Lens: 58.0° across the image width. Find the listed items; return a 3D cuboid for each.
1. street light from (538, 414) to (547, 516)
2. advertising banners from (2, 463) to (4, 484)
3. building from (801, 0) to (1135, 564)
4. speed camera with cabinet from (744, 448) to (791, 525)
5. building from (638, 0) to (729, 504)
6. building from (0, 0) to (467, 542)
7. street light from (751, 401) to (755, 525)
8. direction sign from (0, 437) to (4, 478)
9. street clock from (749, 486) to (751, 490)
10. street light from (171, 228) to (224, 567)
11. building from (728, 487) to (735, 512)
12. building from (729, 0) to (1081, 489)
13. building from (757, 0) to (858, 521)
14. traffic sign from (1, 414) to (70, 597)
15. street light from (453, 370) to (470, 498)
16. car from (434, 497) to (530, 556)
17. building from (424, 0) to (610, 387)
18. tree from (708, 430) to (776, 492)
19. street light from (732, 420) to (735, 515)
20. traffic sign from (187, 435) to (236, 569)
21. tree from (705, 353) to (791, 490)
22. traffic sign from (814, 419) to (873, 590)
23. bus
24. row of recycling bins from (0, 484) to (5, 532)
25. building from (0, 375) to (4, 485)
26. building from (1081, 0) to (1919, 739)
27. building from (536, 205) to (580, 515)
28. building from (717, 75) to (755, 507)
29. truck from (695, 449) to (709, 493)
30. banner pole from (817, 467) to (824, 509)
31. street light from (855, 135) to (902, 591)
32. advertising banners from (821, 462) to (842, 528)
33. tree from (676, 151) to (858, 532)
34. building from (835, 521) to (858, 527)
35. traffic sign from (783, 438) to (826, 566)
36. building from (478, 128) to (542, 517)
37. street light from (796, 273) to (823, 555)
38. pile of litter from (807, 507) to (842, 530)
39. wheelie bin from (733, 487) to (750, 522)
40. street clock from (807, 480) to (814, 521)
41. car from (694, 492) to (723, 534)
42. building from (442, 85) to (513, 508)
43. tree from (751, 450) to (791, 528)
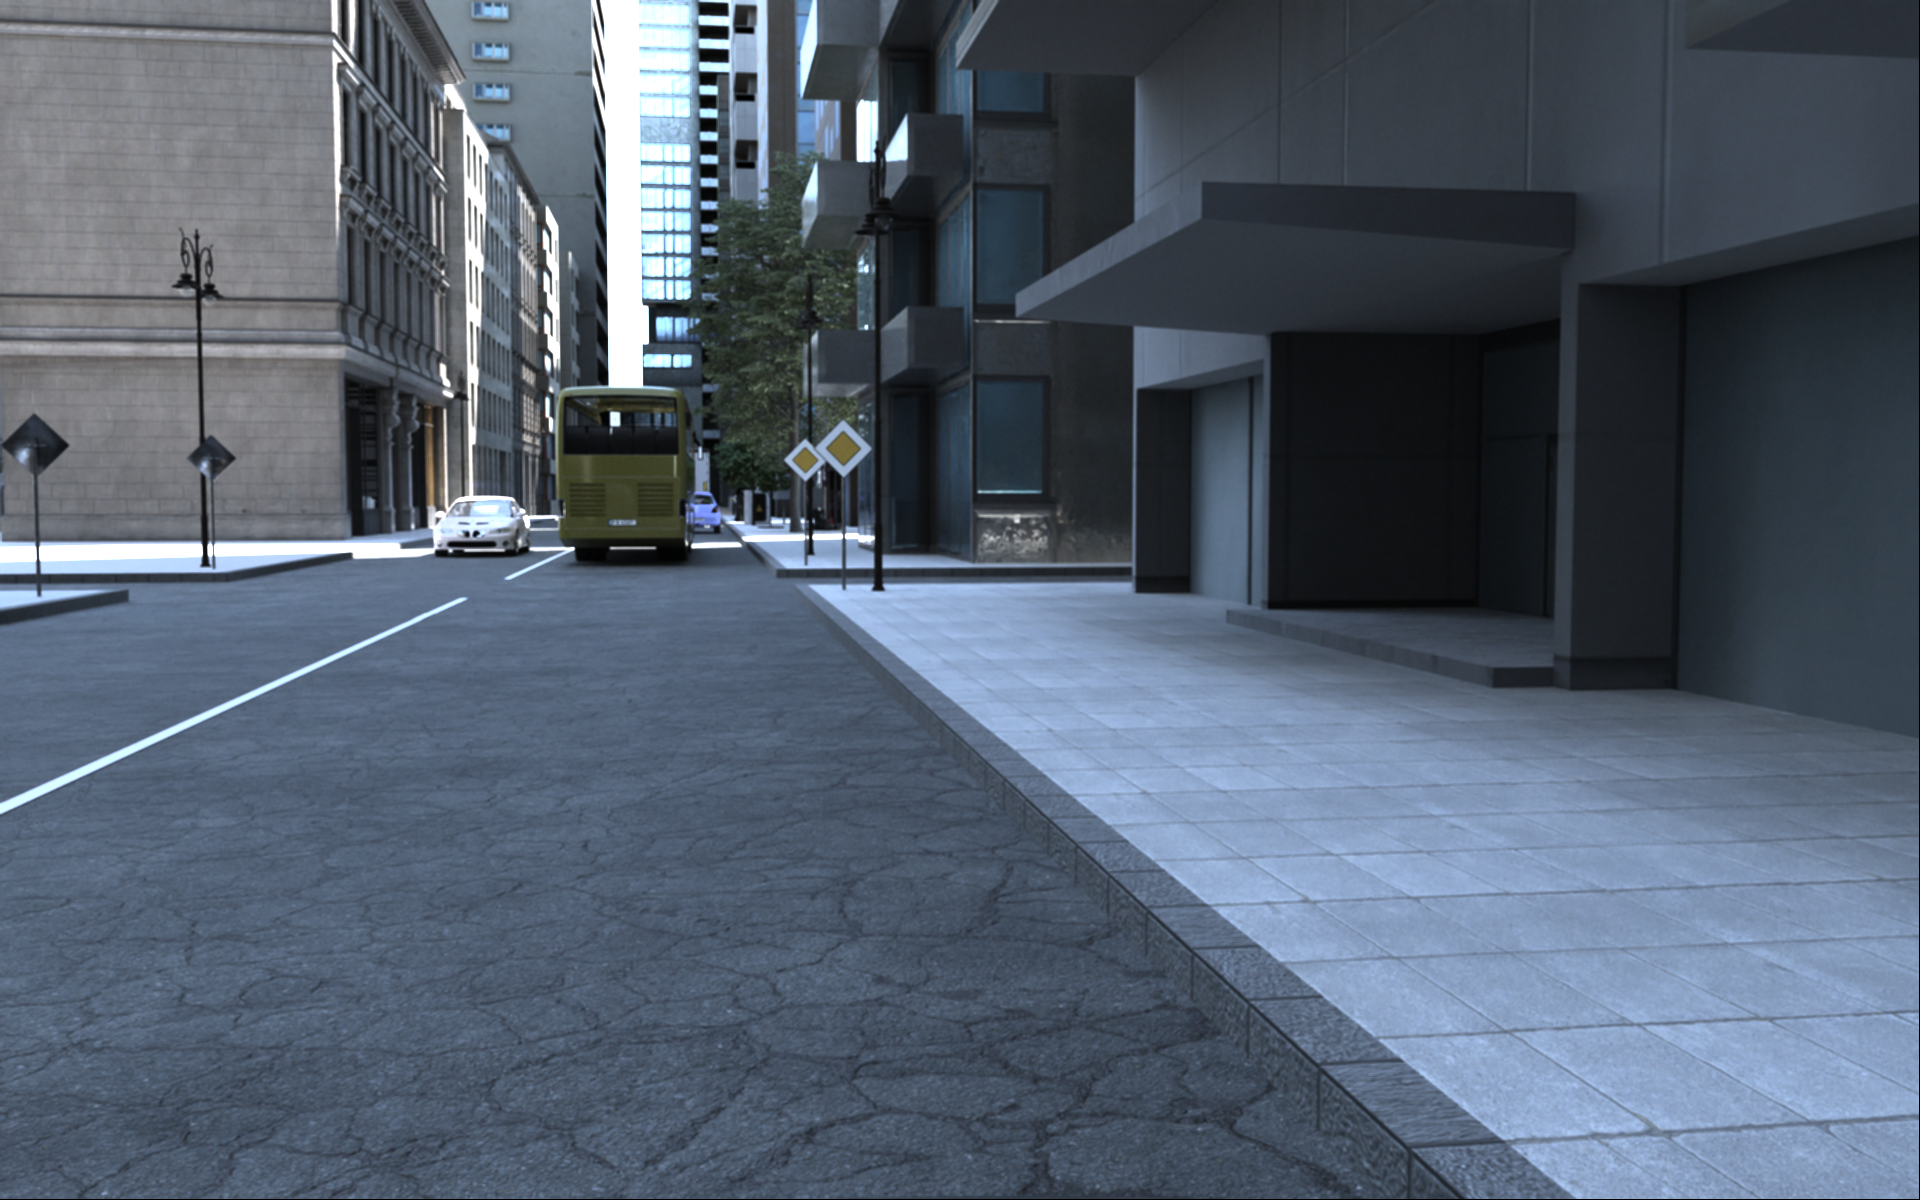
[{"bbox_3d":[-23.989,-7.760,99.667,0.468,5.910,1.993,-1,4,-9],"label":"street light"},{"bbox_3d":[-53.532,-6.151,96.759,0.090,3.025,2.074,-1,4,-23],"label":"advertising banners"},{"bbox_3d":[11.372,-25.824,41.827,30.456,49.044,23.786,-1,4,-9],"label":"building"},{"bbox_3d":[-8.149,-4.847,73.584,2.038,3.252,0.660,-2,4,-33],"label":"speed camera with cabinet"},{"bbox_3d":[-24.733,-54.160,198.190,31.000,86.520,22.319,-1,4,-9],"label":"building"},{"bbox_3d":[-21.583,-12.049,47.907,10.553,20.767,40.483,-1,4,-9],"label":"building"},{"bbox_3d":[-8.463,-5.997,70.842,0.468,5.910,1.993,-1,4,-9],"label":"street light"},{"bbox_3d":[-35.846,-4.464,64.980,0.876,3.537,0.379,-2,4,-26],"label":"direction sign"},{"bbox_3d":[-11.323,-5.378,92.508,0.358,2.002,0.471,-2,4,-28],"label":"street clock"},{"bbox_3d":[-13.311,-3.522,30.376,0.468,5.910,1.993,-1,4,-9],"label":"street light"},{"bbox_3d":[-1.015,-26.727,128.875,32.217,40.220,23.993,-1,4,-9],"label":"building"},{"bbox_3d":[-6.604,-34.526,153.746,28.713,52.752,27.495,-1,4,-9],"label":"building"},{"bbox_3d":[-4.359,-27.459,99.067,14.600,45.320,14.200,-1,4,-9],"label":"building"},{"bbox_3d":[-11.538,-1.101,21.644,0.795,2.450,0.064,-1,4,-9],"label":"traffic sign"},{"bbox_3d":[-18.531,-5.611,64.520,0.468,5.910,1.993,-1,4,-9],"label":"street light"},{"bbox_3d":[-11.367,-1.774,41.368,2.083,1.381,4.827,-1,4,-9],"label":"car"},{"bbox_3d":[-39.978,-31.625,140.777,21.300,48.544,21.600,-1,4,-9],"label":"building"},{"bbox_3d":[-10.591,-6.162,84.464,4.285,4.588,4.351,0,3,0],"label":"tree"},{"bbox_3d":[-13.744,-8.086,104.997,0.468,5.910,1.993,-1,4,-9],"label":"street light"},{"bbox_3d":[-12.749,-1.584,29.537,0.795,2.450,0.064,-1,4,-9],"label":"traffic sign"},{"bbox_3d":[-10.709,-8.498,89.312,4.360,8.622,3.978,0,3,0],"label":"tree"},{"bbox_3d":[-1.557,-1.193,23.150,0.795,2.450,0.064,-1,4,-9],"label":"traffic sign"},{"bbox_3d":[-7.474,-2.967,40.054,2.896,3.916,12.252,0,4,-8],"label":"bus"},{"bbox_3d":[-32.435,-3.197,59.385,1.069,1.692,3.534,-2,4,-33],"label":"row of recycling bins"},{"bbox_3d":[-84.994,-29.421,164.634,14.086,41.232,14.154,-1,4,-9],"label":"building"},{"bbox_3d":[15.045,-25.770,10.576,28.713,52.752,27.495,-1,4,-9],"label":"building"},{"bbox_3d":[-40.538,-16.574,116.020,27.650,21.520,28.899,-1,4,-9],"label":"building"},{"bbox_3d":[-17.118,-29.963,173.483,14.154,41.232,14.086,-1,4,-9],"label":"building"},{"bbox_3d":[-17.707,-7.543,112.248,2.839,4.237,11.283,-1,4,-11],"label":"truck"},{"bbox_3d":[-6.802,-5.795,84.762,0.401,3.779,0.863,2,4,27],"label":"banner pole"},{"bbox_3d":[-1.084,-3.060,22.818,0.468,5.910,1.993,-1,4,-9],"label":"street light"},{"bbox_3d":[-4.778,-4.190,64.692,0.090,3.025,2.074,-2,4,-27],"label":"advertising banners"},{"bbox_3d":[-5.489,-8.516,57.372,7.486,12.596,7.792,0,3,0],"label":"tree"},{"bbox_3d":[1.181,-25.917,73.851,14.600,45.320,14.200,-1,4,-9],"label":"building"},{"bbox_3d":[-2.768,-1.676,31.043,0.795,2.450,0.064,-1,4,-9],"label":"traffic sign"},{"bbox_3d":[-28.311,-14.952,93.610,9.793,20.994,18.267,-1,4,-9],"label":"building"},{"bbox_3d":[-3.146,-3.886,36.323,0.468,5.910,1.993,-1,4,-9],"label":"street light"},{"bbox_3d":[-4.855,-2.913,61.585,1.176,0.858,1.719,-2,4,-33],"label":"pile of litter"},{"bbox_3d":[-9.963,-4.402,79.874,0.980,1.594,0.693,-2,4,-35],"label":"wheelie bin"},{"bbox_3d":[-7.275,-4.829,83.524,0.471,2.002,0.358,-2,4,-24],"label":"street clock"},{"bbox_3d":[-9.724,-3.330,64.041,1.945,1.707,3.694,-1,4,-9],"label":"car"},{"bbox_3d":[-26.001,-13.547,76.249,10.420,20.320,16.860,-1,4,-9],"label":"building"},{"bbox_3d":[-7.254,-4.330,65.397,1.663,3.219,1.824,0,3,0],"label":"tree"}]
